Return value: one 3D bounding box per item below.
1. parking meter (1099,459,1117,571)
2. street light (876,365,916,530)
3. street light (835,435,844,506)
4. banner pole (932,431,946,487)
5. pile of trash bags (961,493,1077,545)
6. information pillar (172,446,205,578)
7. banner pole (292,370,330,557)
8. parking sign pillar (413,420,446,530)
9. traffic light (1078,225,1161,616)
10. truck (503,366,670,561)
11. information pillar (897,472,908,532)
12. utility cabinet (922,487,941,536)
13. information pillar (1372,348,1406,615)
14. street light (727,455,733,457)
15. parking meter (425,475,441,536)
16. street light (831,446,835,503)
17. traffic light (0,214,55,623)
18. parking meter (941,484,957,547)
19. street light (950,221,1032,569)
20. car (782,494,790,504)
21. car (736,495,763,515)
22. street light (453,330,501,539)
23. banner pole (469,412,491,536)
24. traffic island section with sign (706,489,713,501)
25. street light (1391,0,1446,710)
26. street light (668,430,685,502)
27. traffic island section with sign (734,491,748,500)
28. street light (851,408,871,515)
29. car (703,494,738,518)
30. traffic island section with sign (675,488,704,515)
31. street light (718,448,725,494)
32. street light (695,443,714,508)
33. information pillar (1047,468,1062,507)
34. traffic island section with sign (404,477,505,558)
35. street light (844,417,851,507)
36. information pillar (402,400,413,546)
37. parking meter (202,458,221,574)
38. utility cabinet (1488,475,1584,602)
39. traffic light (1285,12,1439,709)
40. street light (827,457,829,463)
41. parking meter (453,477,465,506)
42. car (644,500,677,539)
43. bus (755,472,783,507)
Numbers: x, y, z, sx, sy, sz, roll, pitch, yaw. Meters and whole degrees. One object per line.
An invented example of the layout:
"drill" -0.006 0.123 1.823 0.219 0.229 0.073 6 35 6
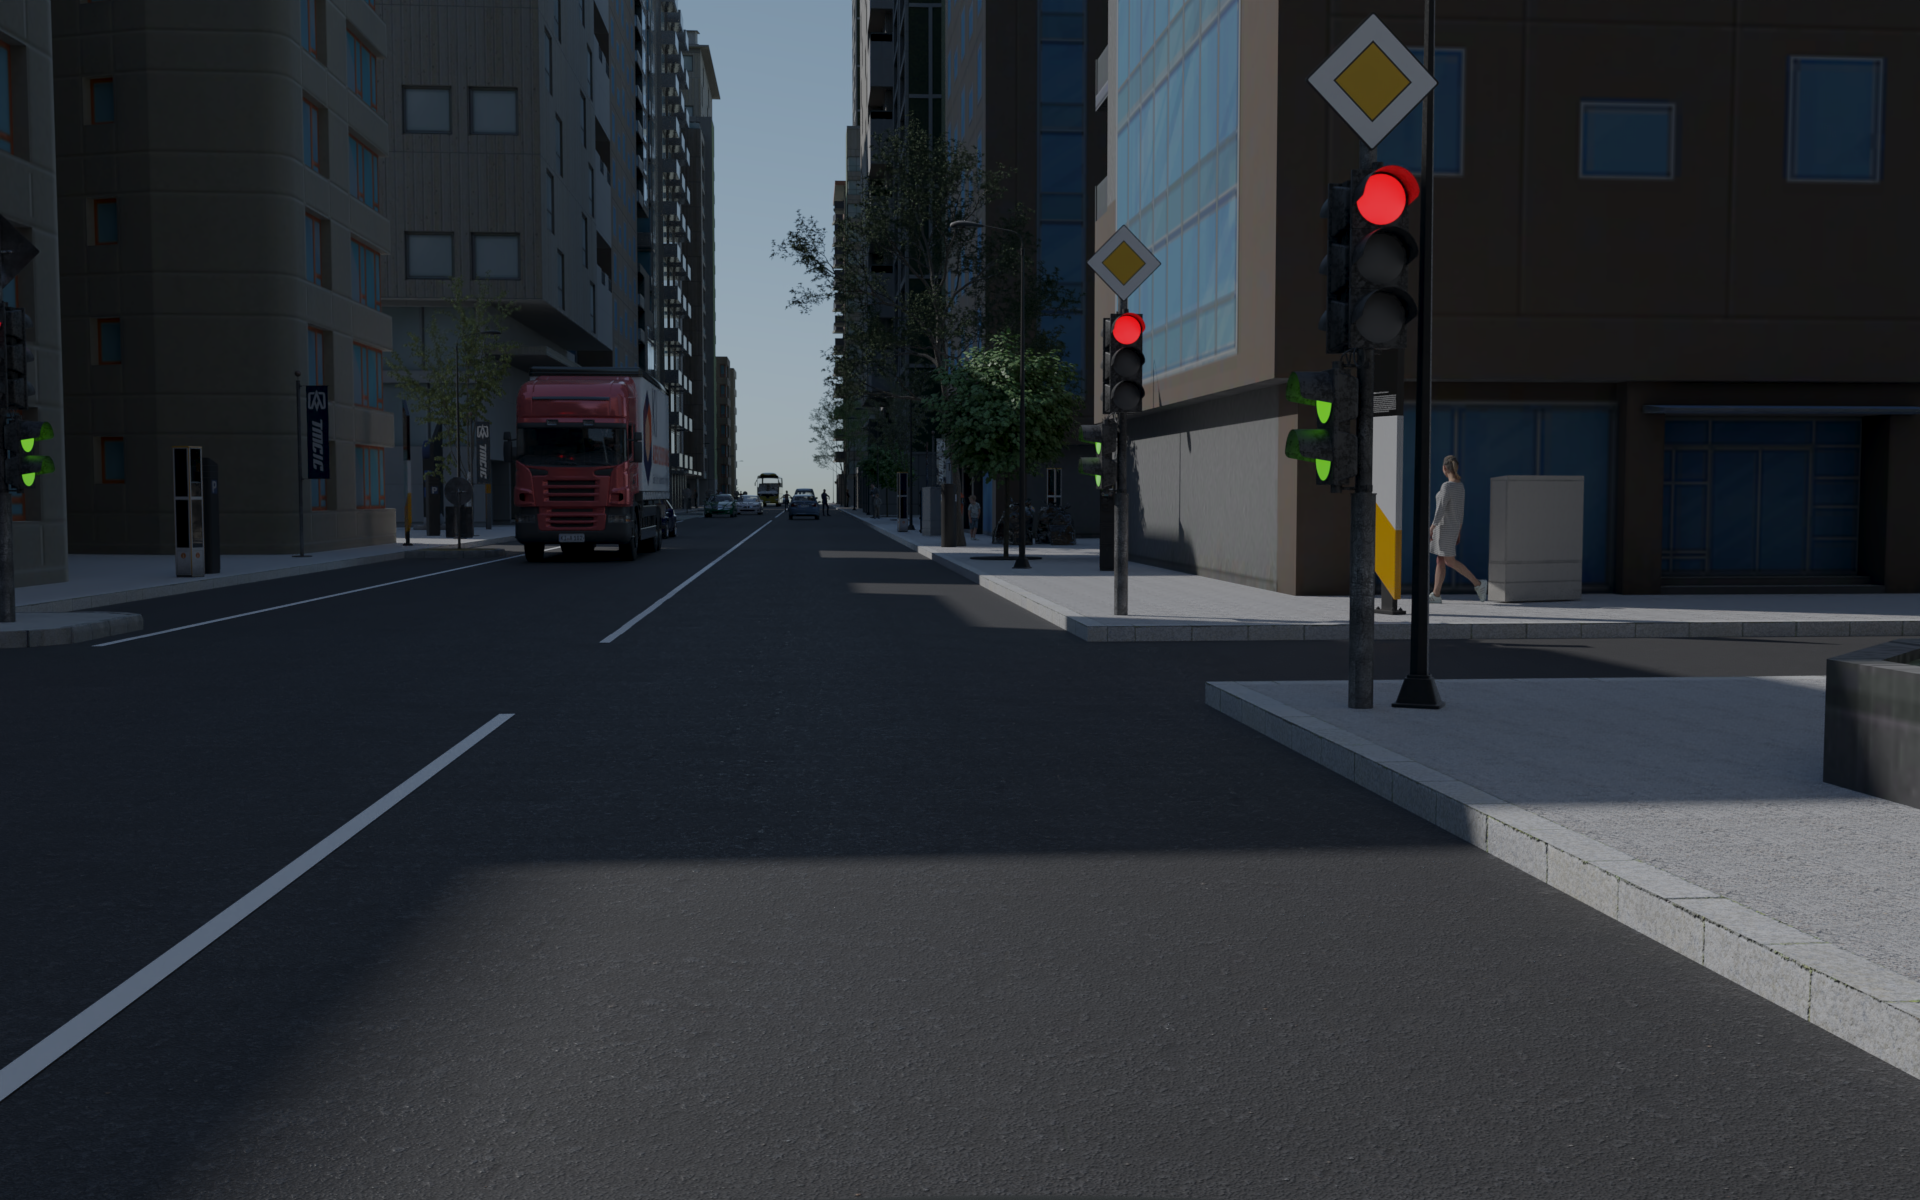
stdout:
"parking meter" 2.490 -1.420 28.925 0.255 1.863 0.399 1 4 16
"street light" -2.280 -5.433 61.373 1.470 5.913 1.316 0 4 -5
"street light" -8.866 -10.014 136.274 1.470 5.913 1.316 0 4 -5
"banner pole" -0.873 -4.803 68.554 0.863 3.779 0.401 2 4 34
"pile of trash bags" 1.227 -2.098 44.062 3.447 1.369 1.912 0 4 1
"information pillar" -11.882 -1.357 26.682 0.304 2.012 0.304 1 4 15
"banner pole" -13.174 -2.760 35.149 0.863 3.779 0.401 0 4 5
"parking sign pillar" -18.902 -4.505 62.130 1.447 3.967 1.447 0 4 -3
"traffic light" 1.686 -1.793 18.241 0.839 4.253 0.868 0 4 -5
"truck" -8.439 -3.152 40.451 2.839 4.237 11.283 0 4 -5
"information pillar" -1.936 -3.292 58.317 0.304 2.012 0.304 -1 4 -17
"utility cabinet" -0.740 -2.711 52.998 0.318 1.500 1.173 2 4 30
"information pillar" 4.556 -1.659 18.484 0.183 3.616 0.504 -2 4 -24
"street light" -27.857 -14.427 208.425 1.470 5.913 1.316 0 4 -5
"parking meter" -16.131 -2.896 53.054 0.399 1.863 0.255 -3 5 -41
"street light" -11.653 -11.956 168.015 1.470 5.913 1.316 0 4 -5
"traffic light" -9.530 -1.732 17.241 0.839 4.253 0.868 0 4 -5
"parking meter" -0.269 -2.042 41.794 0.372 1.533 0.369 0 3 0
"street light" 0.530 -3.494 29.664 1.470 5.913 1.316 0 4 -5
"car" -22.545 -12.727 220.082 2.014 1.417 4.499 0 4 -6
"car" -14.778 -6.658 121.224 2.083 1.381 4.827 0 4 -4
"street light" -13.717 -4.692 49.255 1.470 5.913 1.316 0 4 -5
"banner pole" -14.616 -3.828 52.599 0.863 3.779 0.401 1 4 13
"traffic island section with sign" -20.694 -8.251 143.535 1.989 1.847 2.006 0 4 -5
"street light" 2.236 -2.307 10.260 1.470 5.913 1.316 0 4 -5
"street light" -20.528 -9.328 125.050 1.470 5.913 1.316 0 4 -5
"traffic island section with sign" -25.565 -11.629 198.754 1.989 1.847 2.006 0 4 -5
"street light" -4.975 -7.373 93.093 1.470 5.913 1.316 0 4 -5
"car" -14.803 -5.836 107.223 2.131 1.459 4.920 0 4 -4
"traffic island section with sign" -18.336 -6.609 116.682 1.989 1.847 2.006 0 4 -5
"street light" -24.991 -12.450 176.092 1.470 5.913 1.316 0 4 -5
"street light" -23.323 -11.267 156.761 1.470 5.913 1.316 0 4 -5
"information pillar" 2.672 -2.731 49.149 0.304 2.012 0.304 3 5 40
"traffic island section with sign" -11.558 -1.907 39.811 1.989 1.847 2.006 0 4 -5
"street light" -6.060 -8.075 104.564 1.470 5.913 1.316 0 4 -5
"information pillar" -13.694 -3.152 42.896 0.183 3.616 0.504 -2 4 -28
"parking meter" -12.129 -1.358 27.913 0.255 1.863 0.399 0 4 -2
"utility cabinet" 6.853 -0.730 20.620 1.173 1.500 0.318 -2 4 -24
"traffic light" 2.387 -1.307 10.287 0.839 4.253 0.868 0 4 -5
"street light" -13.391 -13.177 187.983 1.470 5.913 1.316 0 4 -5
"parking meter" -17.300 -3.310 59.822 0.255 1.863 0.399 -3 5 -41
"car" -10.289 -2.694 56.622 1.945 1.354 3.894 0 4 -3
"bus" -22.050 -12.809 200.965 2.896 3.916 12.252 0 4 -4
